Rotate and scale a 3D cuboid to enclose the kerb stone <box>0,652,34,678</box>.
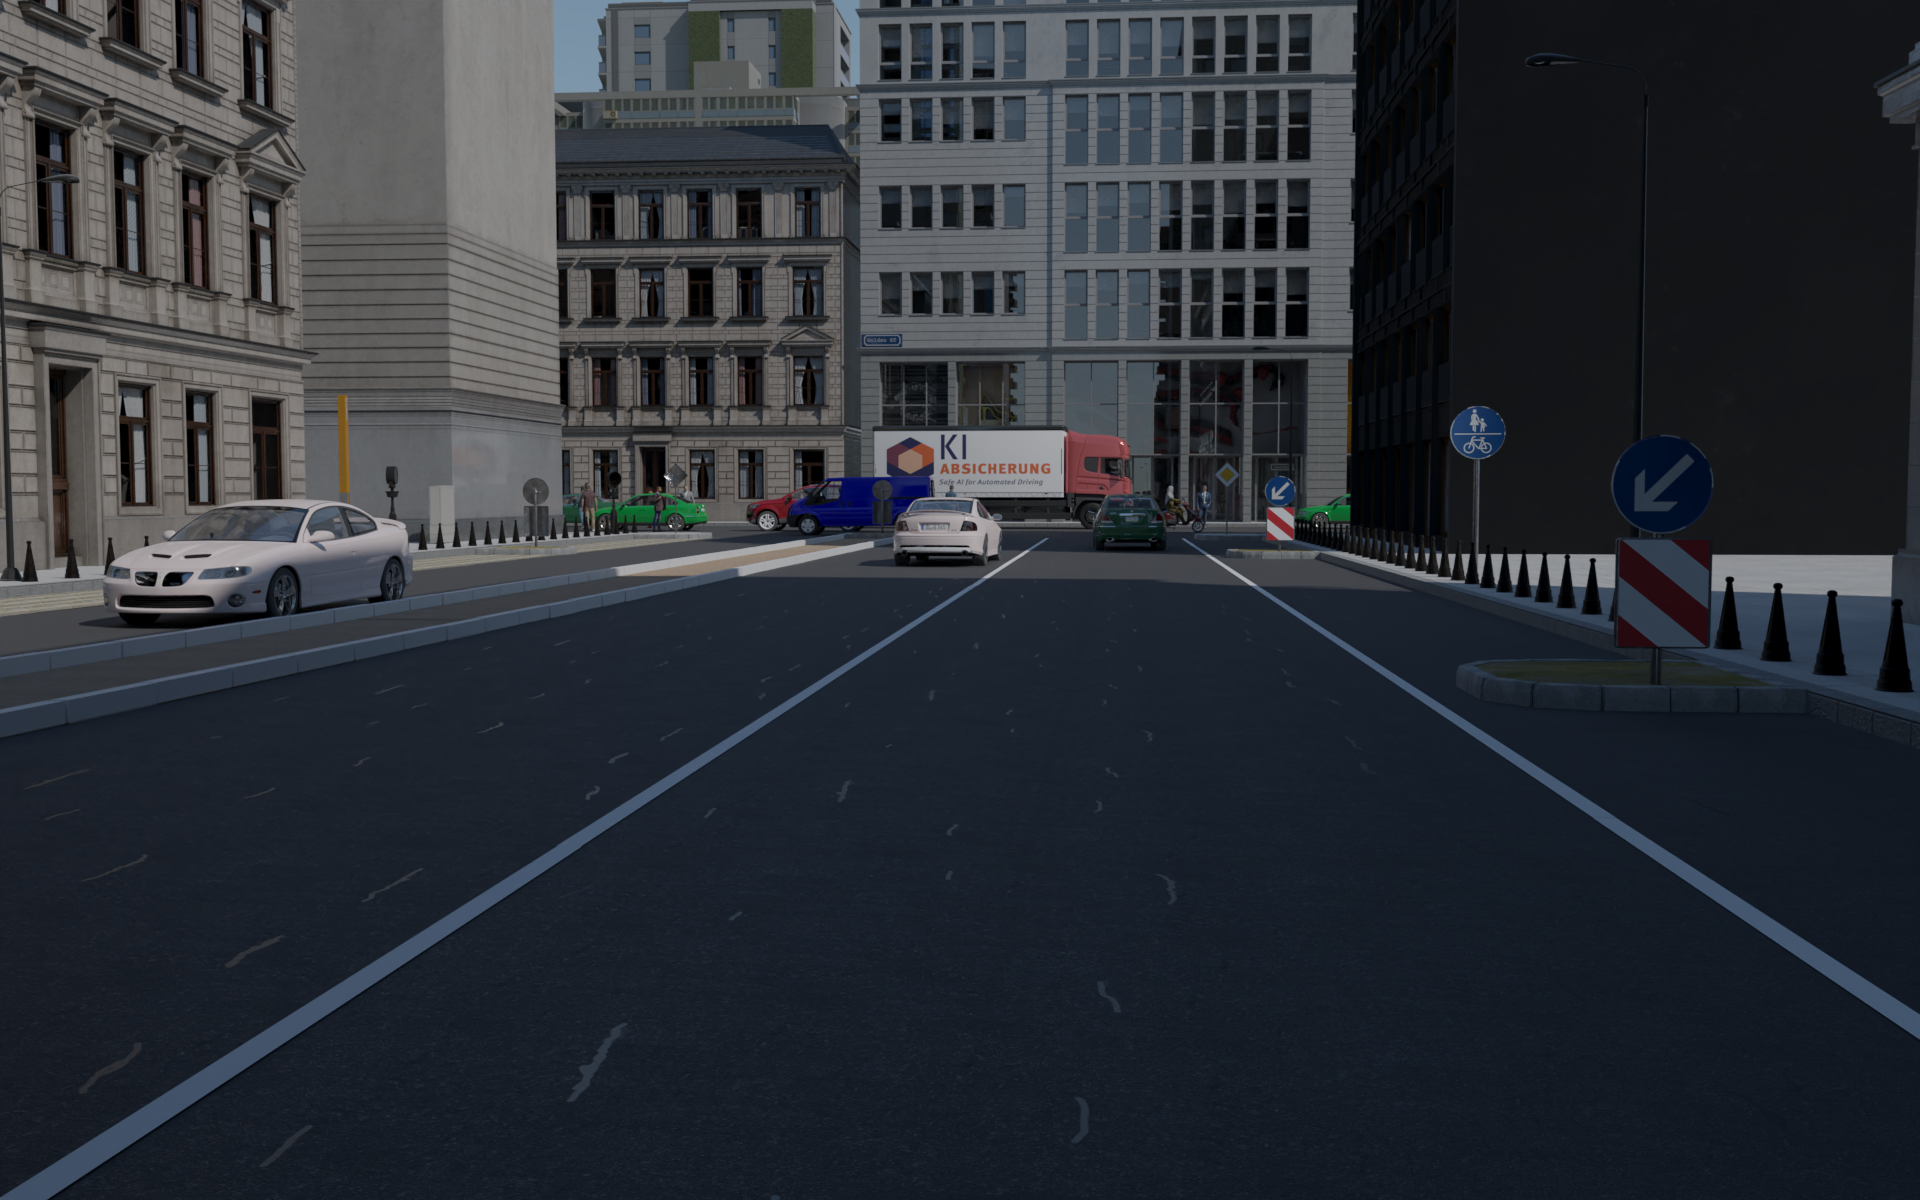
[{"bbox_3d":[-7.484,0.529,13.546,0.120,0.150,1.000,0,4,5],"label":"kerb stone"}]

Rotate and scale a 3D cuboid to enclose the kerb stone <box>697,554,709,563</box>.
[{"bbox_3d":[-5.452,-0.848,36.060,0.120,0.150,1.000,0,4,5],"label":"kerb stone"}]

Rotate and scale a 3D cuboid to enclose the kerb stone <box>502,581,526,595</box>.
[{"bbox_3d":[-6.473,-0.159,24.796,0.120,0.150,1.000,0,4,5],"label":"kerb stone"}]

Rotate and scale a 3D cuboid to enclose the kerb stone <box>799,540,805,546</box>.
[{"bbox_3d":[-4.444,-1.538,47.339,0.120,0.150,1.000,0,4,5],"label":"kerb stone"}]

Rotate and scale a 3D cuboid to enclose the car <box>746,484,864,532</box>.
[{"bbox_3d":[-5.654,-3.575,67.125,5.304,1.827,2.281,0,4,6],"label":"car"}]

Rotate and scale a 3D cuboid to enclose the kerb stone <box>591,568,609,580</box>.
[{"bbox_3d":[-6.097,-0.410,28.895,0.120,0.150,1.000,0,4,5],"label":"kerb stone"}]

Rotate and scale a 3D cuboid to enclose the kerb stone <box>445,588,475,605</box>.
[{"bbox_3d":[-6.649,-0.031,22.744,0.120,0.150,1.000,0,4,5],"label":"kerb stone"}]

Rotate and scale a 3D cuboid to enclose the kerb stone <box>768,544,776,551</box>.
[{"bbox_3d":[-4.812,-1.288,43.251,0.120,0.150,1.000,0,4,5],"label":"kerb stone"}]

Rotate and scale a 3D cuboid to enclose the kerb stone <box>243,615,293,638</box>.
[{"bbox_3d":[-7.115,0.279,17.627,0.120,0.150,1.000,0,4,5],"label":"kerb stone"}]

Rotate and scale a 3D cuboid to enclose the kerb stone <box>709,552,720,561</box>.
[{"bbox_3d":[-5.374,-0.911,37.092,0.120,0.150,1.000,0,4,5],"label":"kerb stone"}]

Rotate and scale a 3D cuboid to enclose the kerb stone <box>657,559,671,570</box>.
[{"bbox_3d":[-5.735,-0.657,32.987,0.120,0.150,1.000,0,4,5],"label":"kerb stone"}]

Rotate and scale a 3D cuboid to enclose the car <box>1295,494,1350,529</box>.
[{"bbox_3d":[16.237,-3.854,71.807,4.718,1.807,1.959,0,4,5],"label":"car"}]

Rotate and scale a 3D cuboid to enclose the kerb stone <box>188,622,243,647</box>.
[{"bbox_3d":[-7.206,0.342,16.607,0.120,0.150,1.000,0,4,5],"label":"kerb stone"}]

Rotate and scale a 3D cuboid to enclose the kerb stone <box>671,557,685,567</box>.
[{"bbox_3d":[-5.637,-0.722,34.007,0.120,0.150,1.000,0,4,5],"label":"kerb stone"}]

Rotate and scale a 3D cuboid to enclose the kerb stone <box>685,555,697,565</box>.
[{"bbox_3d":[-5.543,-0.785,35.035,0.120,0.150,1.000,0,4,5],"label":"kerb stone"}]

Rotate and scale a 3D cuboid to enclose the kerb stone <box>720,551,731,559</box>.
[{"bbox_3d":[-5.268,-0.973,38.111,0.120,0.150,1.000,0,4,5],"label":"kerb stone"}]

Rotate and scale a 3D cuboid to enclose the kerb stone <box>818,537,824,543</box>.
[{"bbox_3d":[-4.163,-1.724,50.402,0.120,0.150,1.000,0,4,5],"label":"kerb stone"}]

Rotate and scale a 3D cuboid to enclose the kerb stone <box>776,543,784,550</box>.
[{"bbox_3d":[-4.715,-1.346,44.275,0.120,0.150,1.000,0,4,5],"label":"kerb stone"}]

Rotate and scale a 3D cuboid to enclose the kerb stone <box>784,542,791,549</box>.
[{"bbox_3d":[-4.628,-1.413,45.296,0.120,0.150,1.000,0,4,5],"label":"kerb stone"}]

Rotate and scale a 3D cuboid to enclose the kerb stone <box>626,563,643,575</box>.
[{"bbox_3d":[-5.911,-0.535,30.936,0.120,0.150,1.000,0,4,5],"label":"kerb stone"}]

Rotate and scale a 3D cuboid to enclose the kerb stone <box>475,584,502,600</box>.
[{"bbox_3d":[-6.561,-0.096,23.773,0.120,0.150,1.000,0,4,5],"label":"kerb stone"}]

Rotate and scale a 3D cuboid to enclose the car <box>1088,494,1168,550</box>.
[{"bbox_3d":[4.425,-2.061,45.499,2.131,1.459,4.920,0,4,3],"label":"car"}]

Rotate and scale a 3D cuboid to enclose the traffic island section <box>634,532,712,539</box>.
[{"bbox_3d":[-9.264,-2.085,56.373,2.009,0.180,2.903,0,4,5],"label":"traffic island section"}]

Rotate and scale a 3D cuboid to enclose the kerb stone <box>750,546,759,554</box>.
[{"bbox_3d":[-4.997,-1.160,41.178,0.120,0.150,1.000,0,4,5],"label":"kerb stone"}]

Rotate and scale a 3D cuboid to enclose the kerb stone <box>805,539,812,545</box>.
[{"bbox_3d":[-4.353,-1.600,48.361,0.120,0.150,1.000,0,4,5],"label":"kerb stone"}]

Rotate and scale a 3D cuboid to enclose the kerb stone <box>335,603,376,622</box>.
[{"bbox_3d":[-6.932,0.154,19.673,0.120,0.150,1.000,0,4,5],"label":"kerb stone"}]

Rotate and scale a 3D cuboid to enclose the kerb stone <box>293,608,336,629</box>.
[{"bbox_3d":[-7.026,0.223,18.648,0.120,0.150,1.000,0,4,5],"label":"kerb stone"}]

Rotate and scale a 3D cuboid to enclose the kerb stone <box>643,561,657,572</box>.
[{"bbox_3d":[-5.824,-0.595,31.956,0.120,0.150,1.000,0,4,5],"label":"kerb stone"}]

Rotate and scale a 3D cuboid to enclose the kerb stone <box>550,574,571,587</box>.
[{"bbox_3d":[-6.288,-0.282,26.840,0.120,0.150,1.000,0,4,5],"label":"kerb stone"}]

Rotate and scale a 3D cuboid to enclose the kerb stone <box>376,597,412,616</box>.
[{"bbox_3d":[-6.841,0.099,20.698,0.120,0.150,1.000,0,4,5],"label":"kerb stone"}]

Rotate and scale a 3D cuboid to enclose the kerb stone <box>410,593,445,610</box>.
[{"bbox_3d":[-6.747,0.029,21.722,0.120,0.150,1.000,0,4,5],"label":"kerb stone"}]

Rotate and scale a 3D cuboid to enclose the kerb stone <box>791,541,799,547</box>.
[{"bbox_3d":[-4.532,-1.472,46.318,0.120,0.150,1.000,0,4,5],"label":"kerb stone"}]

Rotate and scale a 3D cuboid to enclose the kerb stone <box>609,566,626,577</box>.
[{"bbox_3d":[-6.007,-0.472,29.915,0.120,0.150,1.000,0,4,5],"label":"kerb stone"}]

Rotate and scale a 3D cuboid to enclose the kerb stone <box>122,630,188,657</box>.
[{"bbox_3d":[-7.297,0.404,15.586,0.120,0.150,1.000,0,4,5],"label":"kerb stone"}]

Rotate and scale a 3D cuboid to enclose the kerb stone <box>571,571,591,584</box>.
[{"bbox_3d":[-6.188,-0.344,27.866,0.120,0.150,1.000,0,4,5],"label":"kerb stone"}]

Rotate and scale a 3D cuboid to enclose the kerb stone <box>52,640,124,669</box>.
[{"bbox_3d":[-7.397,0.470,14.567,0.120,0.150,1.000,0,4,5],"label":"kerb stone"}]

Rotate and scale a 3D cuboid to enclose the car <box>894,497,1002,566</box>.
[{"bbox_3d":[-0.218,-1.449,36.051,2.083,1.381,4.827,0,4,7],"label":"car"}]

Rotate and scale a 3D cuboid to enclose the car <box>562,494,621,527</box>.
[{"bbox_3d":[-17.108,-3.922,75.928,4.920,1.459,2.131,0,4,4],"label":"car"}]

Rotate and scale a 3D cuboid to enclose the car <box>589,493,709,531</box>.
[{"bbox_3d":[-12.257,-3.613,67.861,4.718,1.807,1.959,0,4,6],"label":"car"}]

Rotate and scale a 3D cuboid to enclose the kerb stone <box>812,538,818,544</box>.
[{"bbox_3d":[-4.262,-1.663,49.382,0.120,0.150,1.000,0,4,5],"label":"kerb stone"}]

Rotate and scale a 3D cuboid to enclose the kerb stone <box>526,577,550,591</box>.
[{"bbox_3d":[-6.376,-0.221,25.816,0.120,0.150,1.000,0,4,5],"label":"kerb stone"}]

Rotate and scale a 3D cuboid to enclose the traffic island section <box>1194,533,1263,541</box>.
[{"bbox_3d":[8.456,-1.988,54.781,2.009,0.180,2.903,0,4,5],"label":"traffic island section"}]

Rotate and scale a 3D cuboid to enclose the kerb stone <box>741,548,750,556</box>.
[{"bbox_3d":[-5.090,-1.094,40.154,0.120,0.150,1.000,0,4,5],"label":"kerb stone"}]

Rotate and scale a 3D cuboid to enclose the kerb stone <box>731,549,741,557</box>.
[{"bbox_3d":[-5.175,-1.035,39.131,0.120,0.150,1.000,0,4,5],"label":"kerb stone"}]

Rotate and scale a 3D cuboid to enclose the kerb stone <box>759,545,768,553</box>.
[{"bbox_3d":[-4.902,-1.222,42.210,0.120,0.150,1.000,0,4,5],"label":"kerb stone"}]
